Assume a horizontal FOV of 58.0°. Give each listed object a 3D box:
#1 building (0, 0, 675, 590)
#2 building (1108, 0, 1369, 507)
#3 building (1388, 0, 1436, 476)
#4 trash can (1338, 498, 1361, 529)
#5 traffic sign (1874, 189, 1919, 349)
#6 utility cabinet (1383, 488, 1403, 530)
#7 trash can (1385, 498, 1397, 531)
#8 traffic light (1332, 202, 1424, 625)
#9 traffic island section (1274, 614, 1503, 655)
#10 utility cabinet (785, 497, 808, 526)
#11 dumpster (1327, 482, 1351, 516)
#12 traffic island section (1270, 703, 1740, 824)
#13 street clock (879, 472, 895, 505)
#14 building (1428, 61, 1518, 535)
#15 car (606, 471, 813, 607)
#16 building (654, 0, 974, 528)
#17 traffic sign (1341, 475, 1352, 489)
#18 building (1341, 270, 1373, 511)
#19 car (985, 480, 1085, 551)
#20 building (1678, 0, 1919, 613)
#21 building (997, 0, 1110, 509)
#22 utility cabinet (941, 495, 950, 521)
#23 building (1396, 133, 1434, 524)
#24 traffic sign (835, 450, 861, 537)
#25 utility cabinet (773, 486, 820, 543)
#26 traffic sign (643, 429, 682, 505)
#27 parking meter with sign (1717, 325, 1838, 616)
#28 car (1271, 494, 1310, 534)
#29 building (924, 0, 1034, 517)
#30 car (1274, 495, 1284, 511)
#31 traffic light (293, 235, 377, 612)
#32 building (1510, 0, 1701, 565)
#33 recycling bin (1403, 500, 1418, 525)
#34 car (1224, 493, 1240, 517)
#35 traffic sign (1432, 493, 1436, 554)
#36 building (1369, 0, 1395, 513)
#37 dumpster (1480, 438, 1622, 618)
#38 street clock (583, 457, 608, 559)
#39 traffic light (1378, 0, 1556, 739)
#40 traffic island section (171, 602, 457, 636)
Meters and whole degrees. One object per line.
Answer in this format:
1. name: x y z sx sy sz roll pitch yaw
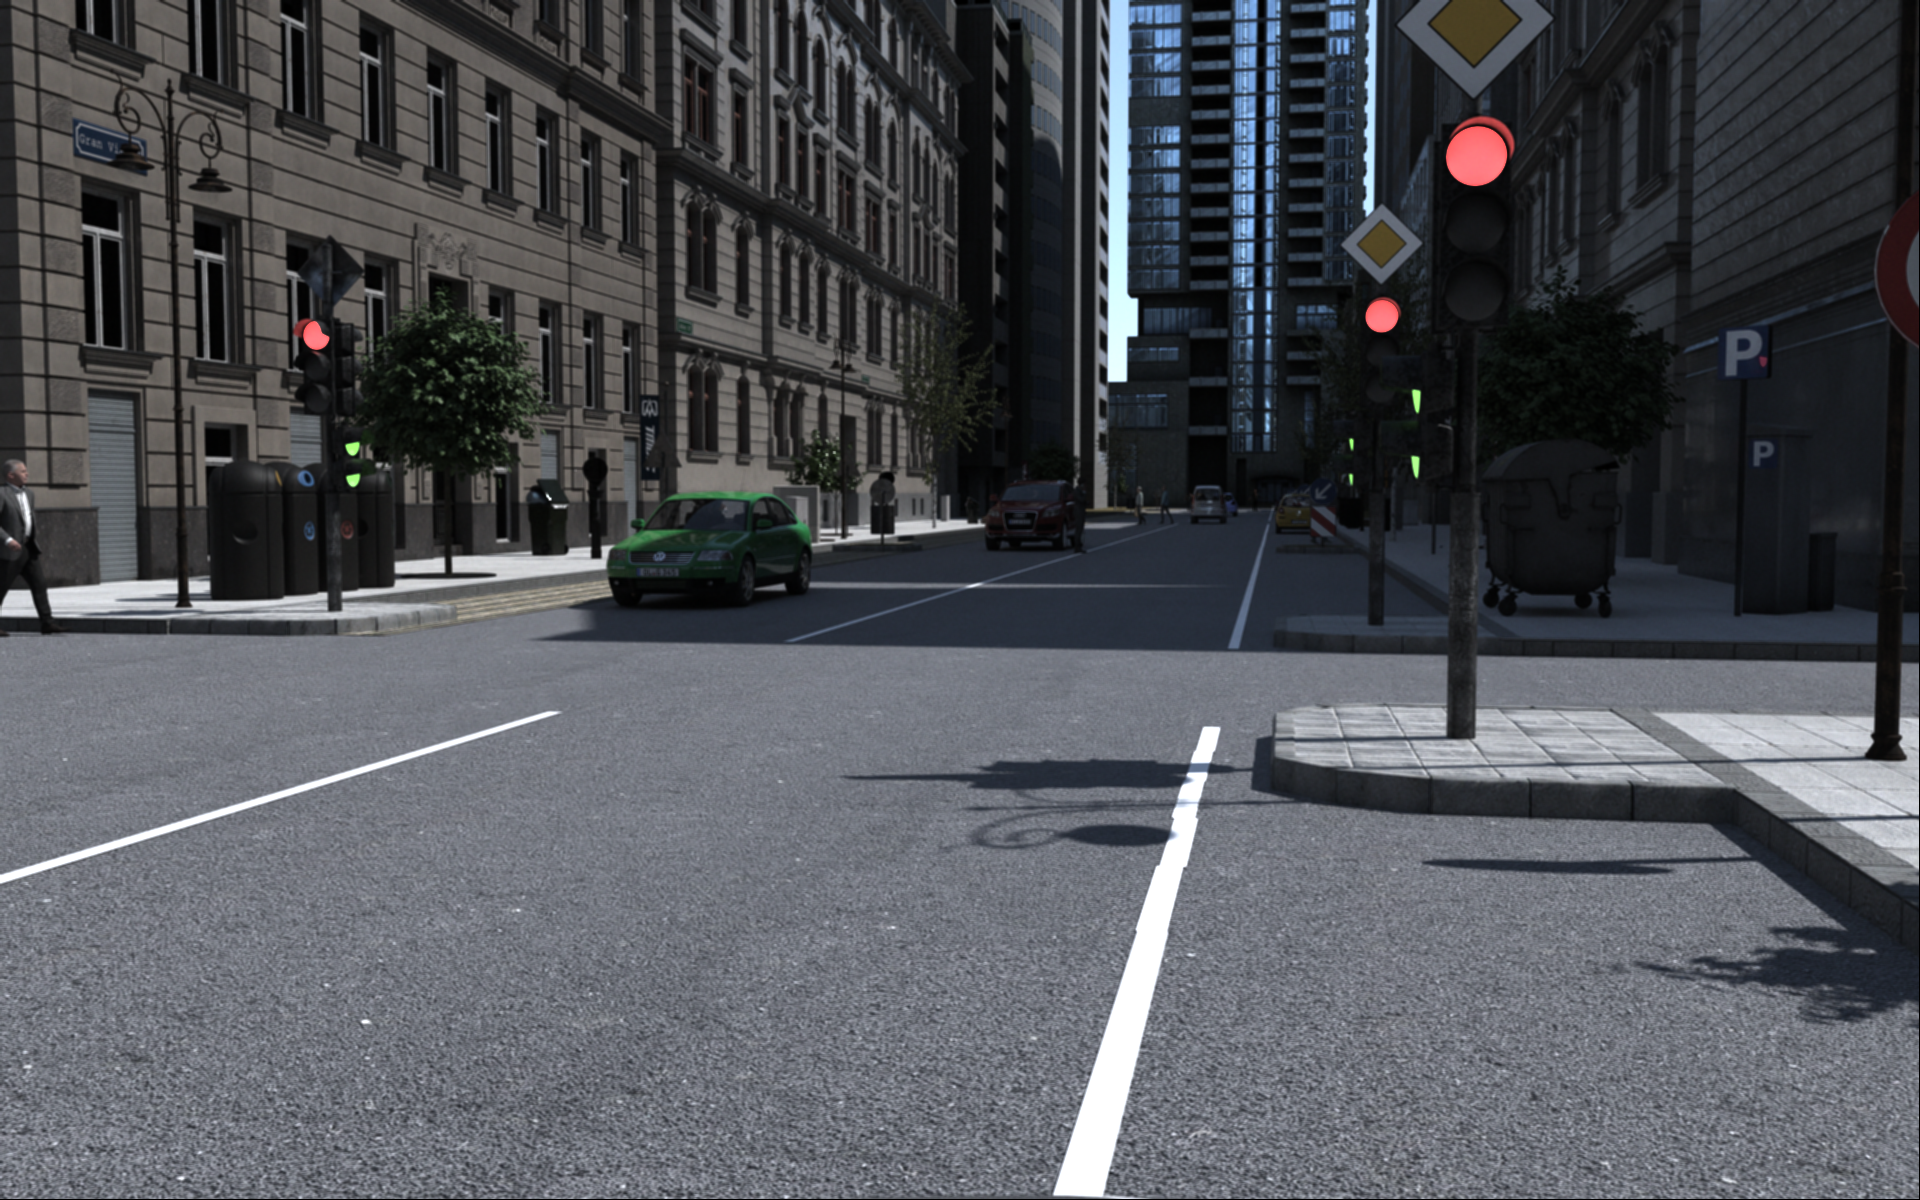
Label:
1. building: -15.793 -14.555 35.241 12.463 27.353 25.104 1 4 10
2. building: 30.247 -53.416 186.028 31.000 86.520 22.319 1 4 10
3. building: 31.524 -27.260 95.810 14.600 45.320 14.200 1 4 10
4. trash can: 14.635 -3.230 64.462 0.748 1.137 0.748 0 3 0
5. traffic sign: 3.990 -0.411 6.820 0.768 2.556 0.104 1 4 18
6. utility cabinet: 15.294 -3.235 61.575 1.173 1.500 0.318 -3 5 -44
7. trash can: 14.727 -2.956 59.976 0.748 1.137 0.748 0 3 0
8. traffic light: 4.059 -1.709 16.868 0.839 4.253 0.868 1 4 10
9. traffic island section: 4.097 0.325 16.975 2.009 0.180 2.903 1 4 10
10. utility cabinet: -4.073 -1.970 43.365 0.306 1.237 1.020 1 4 12
11. dumpster: 18.480 -4.832 84.757 1.264 1.857 1.865 1 4 10
12. traffic island section: 2.659 0.805 9.120 2.009 0.180 2.903 1 4 10
13. street clock: -2.359 -3.130 55.753 0.471 2.002 0.358 -2 4 -29
14. building: 24.014 -14.924 62.026 12.078 24.808 19.932 1 4 10
15. car: -3.309 -0.901 23.531 1.959 1.807 4.718 1 4 10
16. building: -8.119 -18.095 83.249 14.401 28.519 23.554 1 4 10
17. traffic sign: 20.027 -5.353 89.653 0.606 2.300 0.079 1 4 11
18. building: 46.768 -18.368 145.363 27.650 21.520 28.899 1 4 10
19. car: 2.028 -2.260 45.621 2.281 1.827 5.304 1 4 12
20. building: 19.526 -10.519 21.138 18.267 20.994 9.793 1 4 10
21. building: -0.907 -37.606 156.861 28.212 58.520 21.231 1 4 10
22. utility cabinet: -0.700 -4.320 81.790 0.306 1.237 1.020 1 4 8
23. building: 26.396 -13.828 80.847 10.420 20.320 16.860 1 4 10
24. traffic sign: -3.359 -3.139 51.330 0.884 2.594 0.081 1 4 14
25. utility cabinet: -4.236 -2.214 44.874 1.173 1.500 0.318 1 4 8
26. traffic sign: -5.983 -2.125 34.754 0.884 2.594 0.081 1 4 20
27. parking meter with sign: 8.820 -1.366 18.600 1.738 3.016 0.543 -3 4 -38
28. car: 12.487 -3.276 63.782 2.015 1.641 3.980 1 4 11
29. building: -3.599 -20.184 101.717 14.160 30.474 14.107 1 4 10
30. car: 27.762 -8.269 147.775 1.945 1.354 3.894 1 4 9
31. traffic light: -6.825 -1.830 18.836 0.839 4.253 0.868 1 4 10
32. building: 20.872 -15.470 40.320 14.401 28.519 23.554 1 4 10
33. recycling bin: 18.357 -3.577 71.045 0.722 1.027 0.722 0 4 0
34. car: 17.039 -6.248 111.749 1.945 1.707 3.694 1 4 11
35. traffic sign: 10.110 -2.250 36.901 0.768 2.556 0.104 1 4 11
36. building: 38.551 -35.094 115.786 21.231 58.520 28.212 1 4 10
37. dumpster: 6.374 -0.793 18.724 1.264 1.857 1.865 1 4 10
38. street clock: -7.223 -1.821 34.338 0.471 2.002 0.358 -1 4 -18
39. traffic light: 2.622 -1.229 9.013 0.839 4.253 0.868 1 4 10
40. traffic island section: -6.862 0.202 18.978 2.009 0.180 2.903 1 4 10
